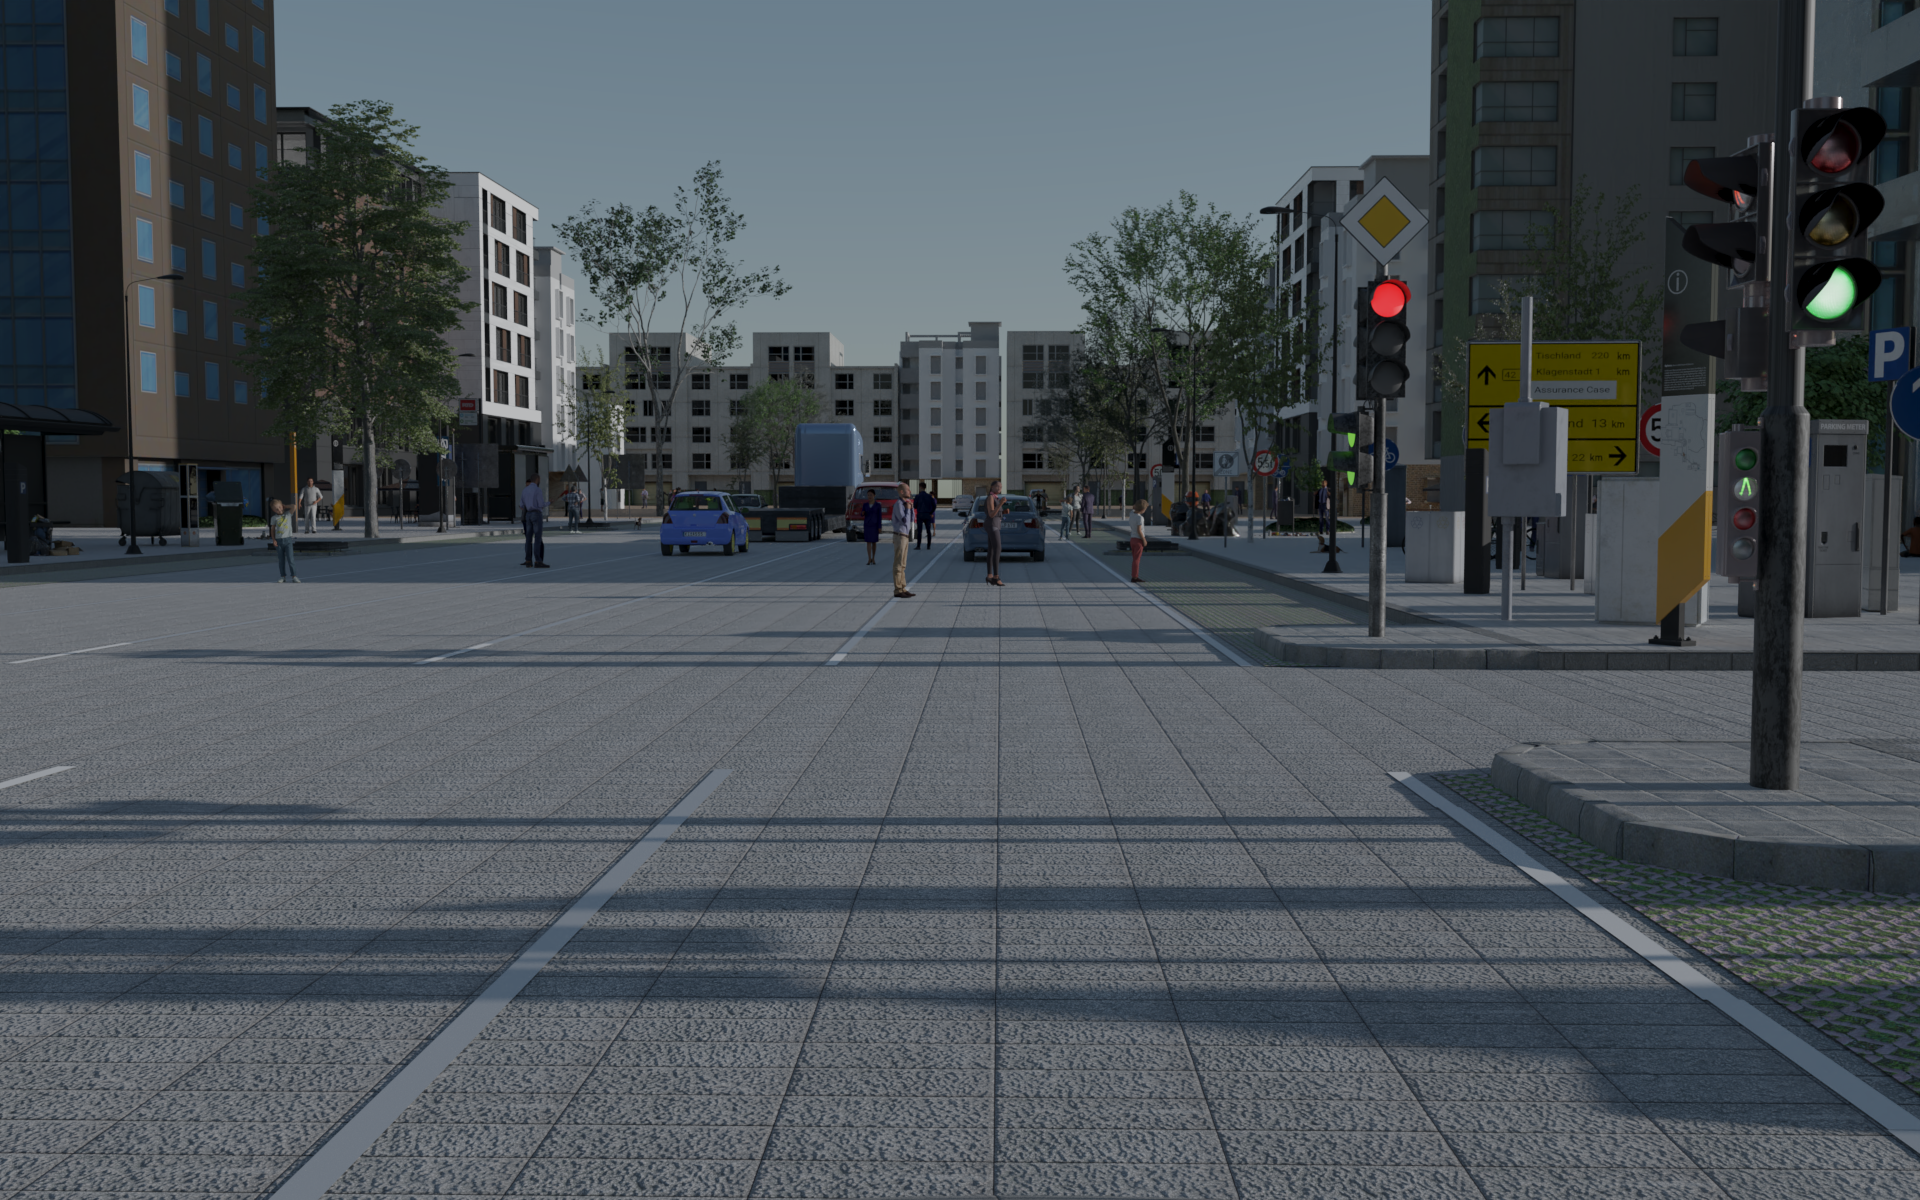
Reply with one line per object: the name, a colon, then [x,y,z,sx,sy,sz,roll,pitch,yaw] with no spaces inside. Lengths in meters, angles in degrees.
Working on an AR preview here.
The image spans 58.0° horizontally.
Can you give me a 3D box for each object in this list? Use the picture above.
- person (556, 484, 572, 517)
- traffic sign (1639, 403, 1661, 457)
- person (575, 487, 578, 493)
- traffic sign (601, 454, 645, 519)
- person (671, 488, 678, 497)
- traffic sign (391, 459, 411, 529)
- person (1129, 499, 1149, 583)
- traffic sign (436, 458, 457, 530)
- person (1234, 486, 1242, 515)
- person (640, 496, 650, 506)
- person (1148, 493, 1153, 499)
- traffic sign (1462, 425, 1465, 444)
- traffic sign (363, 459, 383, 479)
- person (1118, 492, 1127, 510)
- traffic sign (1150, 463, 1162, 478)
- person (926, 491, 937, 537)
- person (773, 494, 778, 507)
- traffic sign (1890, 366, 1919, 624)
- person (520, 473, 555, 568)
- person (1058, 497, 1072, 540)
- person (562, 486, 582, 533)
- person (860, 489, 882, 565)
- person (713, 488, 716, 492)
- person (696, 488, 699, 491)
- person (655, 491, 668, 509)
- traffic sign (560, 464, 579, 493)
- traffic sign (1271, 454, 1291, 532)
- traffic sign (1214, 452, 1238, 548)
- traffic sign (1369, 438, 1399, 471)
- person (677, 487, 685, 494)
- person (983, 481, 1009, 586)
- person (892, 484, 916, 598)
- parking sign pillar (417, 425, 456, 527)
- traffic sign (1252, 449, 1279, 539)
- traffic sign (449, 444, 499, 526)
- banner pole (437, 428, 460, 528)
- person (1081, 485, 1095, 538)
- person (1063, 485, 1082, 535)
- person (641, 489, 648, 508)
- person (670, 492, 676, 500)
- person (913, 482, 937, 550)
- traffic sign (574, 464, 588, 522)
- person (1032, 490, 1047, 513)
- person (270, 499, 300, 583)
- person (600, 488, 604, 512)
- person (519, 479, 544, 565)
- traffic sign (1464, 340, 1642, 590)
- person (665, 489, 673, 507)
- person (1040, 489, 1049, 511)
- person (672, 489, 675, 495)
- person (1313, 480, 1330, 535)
person: [-22.048,-5.585,97.295,1.348,1.831,0.705,1,4,18]
traffic sign: [9.775,-1.466,24.071,0.768,2.556,0.104,0,4,5]
person: [-24.883,-6.404,111.545,0.742,1.727,0.445,-1,4,-13]
traffic sign: [-17.237,-5.794,88.607,2.265,3.308,0.079,0,4,6]
person: [-24.160,-8.660,147.652,0.705,1.822,1.348,3,4,36]
traffic sign: [-20.252,-3.832,62.756,0.768,2.556,0.104,1,4,10]
person: [2.885,-0.956,28.038,0.340,1.345,0.435,-2,4,-34]
traffic sign: [-18.264,-3.762,61.622,0.768,2.556,0.104,0,4,5]
person: [17.317,-6.203,107.917,0.683,1.767,0.568,3,5,42]
person: [-30.330,-9.639,166.871,0.991,1.433,0.599,1,4,11]
person: [14.387,-7.356,126.990,1.217,1.739,0.721,2,4,24]
traffic sign: [7.975,-1.596,26.205,0.768,2.556,0.104,1,4,9]
traffic sign: [-20.446,-3.682,60.308,0.768,2.556,0.104,1,4,9]
person: [12.868,-7.817,137.080,0.697,1.427,0.421,-1,4,-9]
traffic sign: [8.296,-4.406,72.150,0.768,2.556,0.104,0,4,7]
person: [-1.051,-2.901,58.307,0.453,1.535,0.546,3,4,38]
person: [-18.418,-9.990,172.762,0.541,1.710,0.530,0,4,3]
traffic sign: [9.478,-1.031,16.968,0.768,2.556,0.104,1,4,10]
person: [-8.191,-1.551,33.733,0.709,1.838,0.599,2,4,35]
person: [3.247,-2.509,53.433,0.435,1.345,0.340,0,4,1]
person: [-14.146,-3.309,63.329,0.841,1.734,0.376,2,4,35]
person: [-1.786,-1.472,34.944,0.453,1.535,0.546,-1,4,-11]
person: [-18.847,-7.697,132.600,0.721,1.736,1.217,0,4,-6]
person: [-20.834,-8.013,137.857,0.445,1.727,0.742,-1,4,-22]
person: [-25.790,-8.803,150.109,1.348,1.807,0.705,0,4,7]
traffic sign: [-16.937,-4.591,75.069,0.884,2.594,0.081,1,4,11]
traffic sign: [10.036,-3.330,54.557,0.768,2.556,0.104,0,4,8]
traffic sign: [6.354,-2.402,41.403,0.606,2.300,0.079,0,4,8]
traffic sign: [9.533,-2.392,39.211,0.768,2.556,0.104,1,4,10]
person: [-17.291,-6.167,107.680,0.742,1.727,0.445,2,4,26]
person: [0.594,-1.049,27.122,0.415,1.643,0.593,-3,4,-38]
person: [-0.775,-0.823,24.016,0.319,1.574,0.516,1,4,15]
parking sign pillar: [-20.665,-4.881,68.271,1.447,3.967,1.447,1,4,14]
traffic sign: [8.724,-3.026,49.581,0.768,2.556,0.104,0,4,8]
traffic sign: [-19.724,-4.645,69.811,2.265,3.308,0.079,0,4,2]
banner pole: [-19.492,-4.641,65.897,0.863,3.779,0.401,-2,4,-35]
person: [4.121,-2.846,55.950,0.541,1.710,0.530,-2,4,-25]
person: [4.029,-3.133,60.444,0.841,1.734,0.376,-1,4,-18]
person: [-28.106,-9.049,153.865,0.709,1.838,0.599,2,4,24]
person: [-23.011,-7.930,138.913,0.599,1.433,0.991,1,4,21]
person: [-0.957,-2.168,44.659,0.576,1.737,0.504,-2,4,-32]
traffic sign: [-16.744,-4.652,76.067,0.884,2.594,0.081,1,4,9]
person: [5.818,-7.248,127.829,1.217,1.723,0.721,-1,4,-16]
person: [-10.911,-0.954,28.004,0.435,1.345,0.340,-1,4,-19]
person: [-26.030,-7.314,126.408,0.721,1.735,1.217,-1,4,-20]
person: [-8.647,-1.566,34.811,0.576,1.737,0.504,1,4,20]
traffic sign: [7.842,-1.781,22.998,2.265,3.308,0.079,0,4,4]
person: [-24.597,-8.528,146.283,0.742,1.727,0.445,0,4,-4]
person: [6.487,-7.694,134.296,0.705,1.824,1.348,3,5,42]
person: [-25.629,-9.077,155.364,0.541,1.710,0.530,0,4,-4]
person: [11.436,-2.918,54.576,0.431,1.722,0.655,-3,5,-43]
